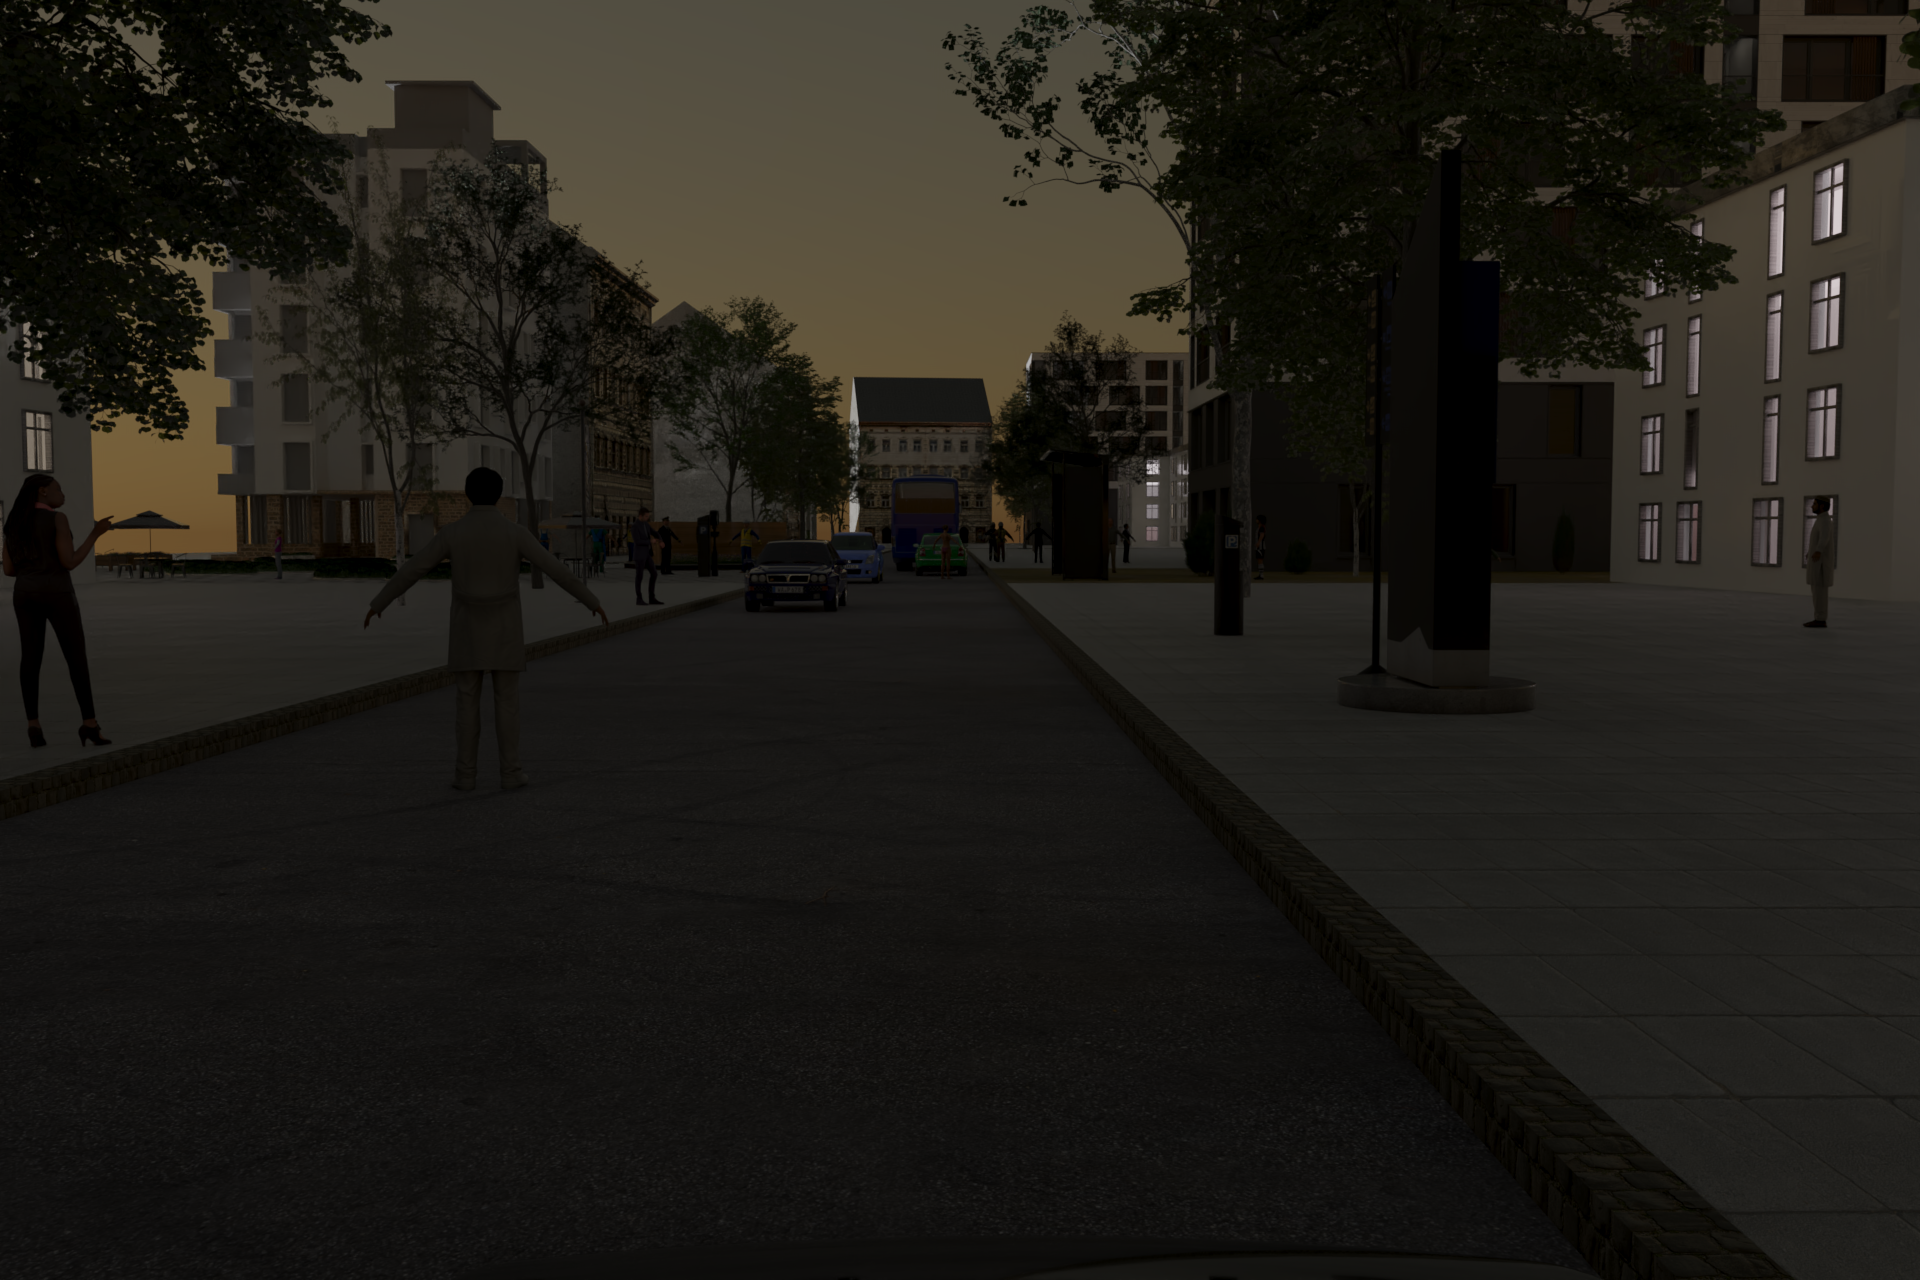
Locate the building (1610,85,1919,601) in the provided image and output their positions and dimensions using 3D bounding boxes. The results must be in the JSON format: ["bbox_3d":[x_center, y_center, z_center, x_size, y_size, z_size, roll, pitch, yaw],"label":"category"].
[{"bbox_3d":[22.136,-5.540,32.721,9.099,9.664,28.070,0,4,-1],"label":"building"}]

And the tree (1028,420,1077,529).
[{"bbox_3d":[5.624,-9.520,106.007,4.360,8.622,3.978,0,3,0],"label":"tree"}]

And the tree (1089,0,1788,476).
[{"bbox_3d":[5.372,-6.244,20.222,7.486,12.596,7.792,0,3,0],"label":"tree"}]

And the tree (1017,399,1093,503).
[{"bbox_3d":[5.456,-8.408,87.827,4.360,8.622,3.978,0,3,0],"label":"tree"}]

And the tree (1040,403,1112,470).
[{"bbox_3d":[6.189,-8.742,93.299,4.737,8.622,4.395,0,3,0],"label":"tree"}]

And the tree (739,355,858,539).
[{"bbox_3d":[-10.323,-11.735,109.986,7.486,12.596,7.792,0,3,0],"label":"tree"}]

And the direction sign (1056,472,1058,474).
[{"bbox_3d":[3.552,-4.374,63.516,0.379,3.537,0.876,0,4,-1],"label":"direction sign"}]

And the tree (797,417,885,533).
[{"bbox_3d":[-10.454,-13.794,151.289,9.928,11.665,9.643,0,3,0],"label":"tree"}]

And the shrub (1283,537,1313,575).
[{"bbox_3d":[10.722,-2.682,54.966,1.383,1.207,1.383,0,3,0],"label":"shrub"}]

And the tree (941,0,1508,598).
[{"bbox_3d":[5.845,-11.015,35.988,12.611,20.169,13.585,0,3,0],"label":"tree"}]

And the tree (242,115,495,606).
[{"bbox_3d":[-9.894,-4.930,30.968,4.360,8.622,3.978,0,3,0],"label":"tree"}]

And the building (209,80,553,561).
[{"bbox_3d":[-25.246,-13.291,73.733,16.016,20.090,11.380,0,4,-1],"label":"building"}]

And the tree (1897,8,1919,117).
[{"bbox_3d":[6.168,-5.360,5.770,7.486,12.596,7.792,0,3,0],"label":"tree"}]

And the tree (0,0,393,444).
[{"bbox_3d":[-9.592,-6.684,15.938,9.857,13.997,8.962,0,3,0],"label":"tree"}]

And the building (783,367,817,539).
[{"bbox_3d":[-26.251,-20.347,199.133,16.747,18.905,31.486,0,4,0],"label":"building"}]

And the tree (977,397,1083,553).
[{"bbox_3d":[5.025,-11.182,117.236,8.767,10.594,7.601,1,4,16],"label":"tree"}]

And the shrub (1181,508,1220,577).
[{"bbox_3d":[7.553,-2.966,52.528,1.661,2.075,1.752,0,3,0],"label":"shrub"}]

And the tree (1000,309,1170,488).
[{"bbox_3d":[5.171,-8.448,72.540,7.601,10.594,8.767,0,4,1],"label":"tree"}]

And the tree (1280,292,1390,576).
[{"bbox_3d":[11.857,-6.217,52.010,4.737,8.622,4.395,0,3,0],"label":"tree"}]

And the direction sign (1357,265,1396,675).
[{"bbox_3d":[3.652,-1.414,15.116,0.379,3.537,0.876,0,4,-1],"label":"direction sign"}]

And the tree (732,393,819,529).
[{"bbox_3d":[-10.163,-8.501,89.358,4.360,8.622,3.978,0,3,0],"label":"tree"}]

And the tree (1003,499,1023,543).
[{"bbox_3d":[8.056,-17.708,239.883,4.737,8.622,4.395,0,3,0],"label":"tree"}]

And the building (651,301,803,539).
[{"bbox_3d":[-25.906,-20.914,172.874,19.493,23.208,18.063,0,4,0],"label":"building"}]

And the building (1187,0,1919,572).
[{"bbox_3d":[23.442,-14.095,74.429,27.936,21.610,32.646,0,4,0],"label":"building"}]

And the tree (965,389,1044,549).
[{"bbox_3d":[5.470,-14.470,146.962,12.009,13.543,11.850,0,3,0],"label":"tree"}]

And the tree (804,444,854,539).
[{"bbox_3d":[-9.888,-11.146,132.606,4.737,8.622,4.395,0,3,0],"label":"tree"}]

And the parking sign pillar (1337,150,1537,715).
[{"bbox_3d":[3.572,-1.494,12.901,1.447,3.967,1.447,0,4,-1],"label":"parking sign pillar"}]

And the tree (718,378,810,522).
[{"bbox_3d":[-9.487,-8.038,81.789,4.737,8.622,4.395,0,3,0],"label":"tree"}]

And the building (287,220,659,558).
[{"bbox_3d":[-29.189,-16.630,102.833,19.493,23.208,18.063,0,4,0],"label":"building"}]

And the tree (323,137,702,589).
[{"bbox_3d":[-10.095,-6.495,40.612,8.767,10.594,7.601,-3,4,-36],"label":"tree"}]

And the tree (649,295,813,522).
[{"bbox_3d":[-9.932,-9.119,74.850,9.928,11.665,9.643,0,3,0],"label":"tree"}]

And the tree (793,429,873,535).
[{"bbox_3d":[-10.548,-12.633,140.965,7.601,10.594,8.767,1,4,22],"label":"tree"}]

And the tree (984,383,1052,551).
[{"bbox_3d":[5.250,-12.966,130.125,7.486,12.596,7.792,0,3,0],"label":"tree"}]

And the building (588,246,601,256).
[{"bbox_3d":[-29.292,-15.829,115.222,16.016,20.090,11.380,0,4,0],"label":"building"}]
